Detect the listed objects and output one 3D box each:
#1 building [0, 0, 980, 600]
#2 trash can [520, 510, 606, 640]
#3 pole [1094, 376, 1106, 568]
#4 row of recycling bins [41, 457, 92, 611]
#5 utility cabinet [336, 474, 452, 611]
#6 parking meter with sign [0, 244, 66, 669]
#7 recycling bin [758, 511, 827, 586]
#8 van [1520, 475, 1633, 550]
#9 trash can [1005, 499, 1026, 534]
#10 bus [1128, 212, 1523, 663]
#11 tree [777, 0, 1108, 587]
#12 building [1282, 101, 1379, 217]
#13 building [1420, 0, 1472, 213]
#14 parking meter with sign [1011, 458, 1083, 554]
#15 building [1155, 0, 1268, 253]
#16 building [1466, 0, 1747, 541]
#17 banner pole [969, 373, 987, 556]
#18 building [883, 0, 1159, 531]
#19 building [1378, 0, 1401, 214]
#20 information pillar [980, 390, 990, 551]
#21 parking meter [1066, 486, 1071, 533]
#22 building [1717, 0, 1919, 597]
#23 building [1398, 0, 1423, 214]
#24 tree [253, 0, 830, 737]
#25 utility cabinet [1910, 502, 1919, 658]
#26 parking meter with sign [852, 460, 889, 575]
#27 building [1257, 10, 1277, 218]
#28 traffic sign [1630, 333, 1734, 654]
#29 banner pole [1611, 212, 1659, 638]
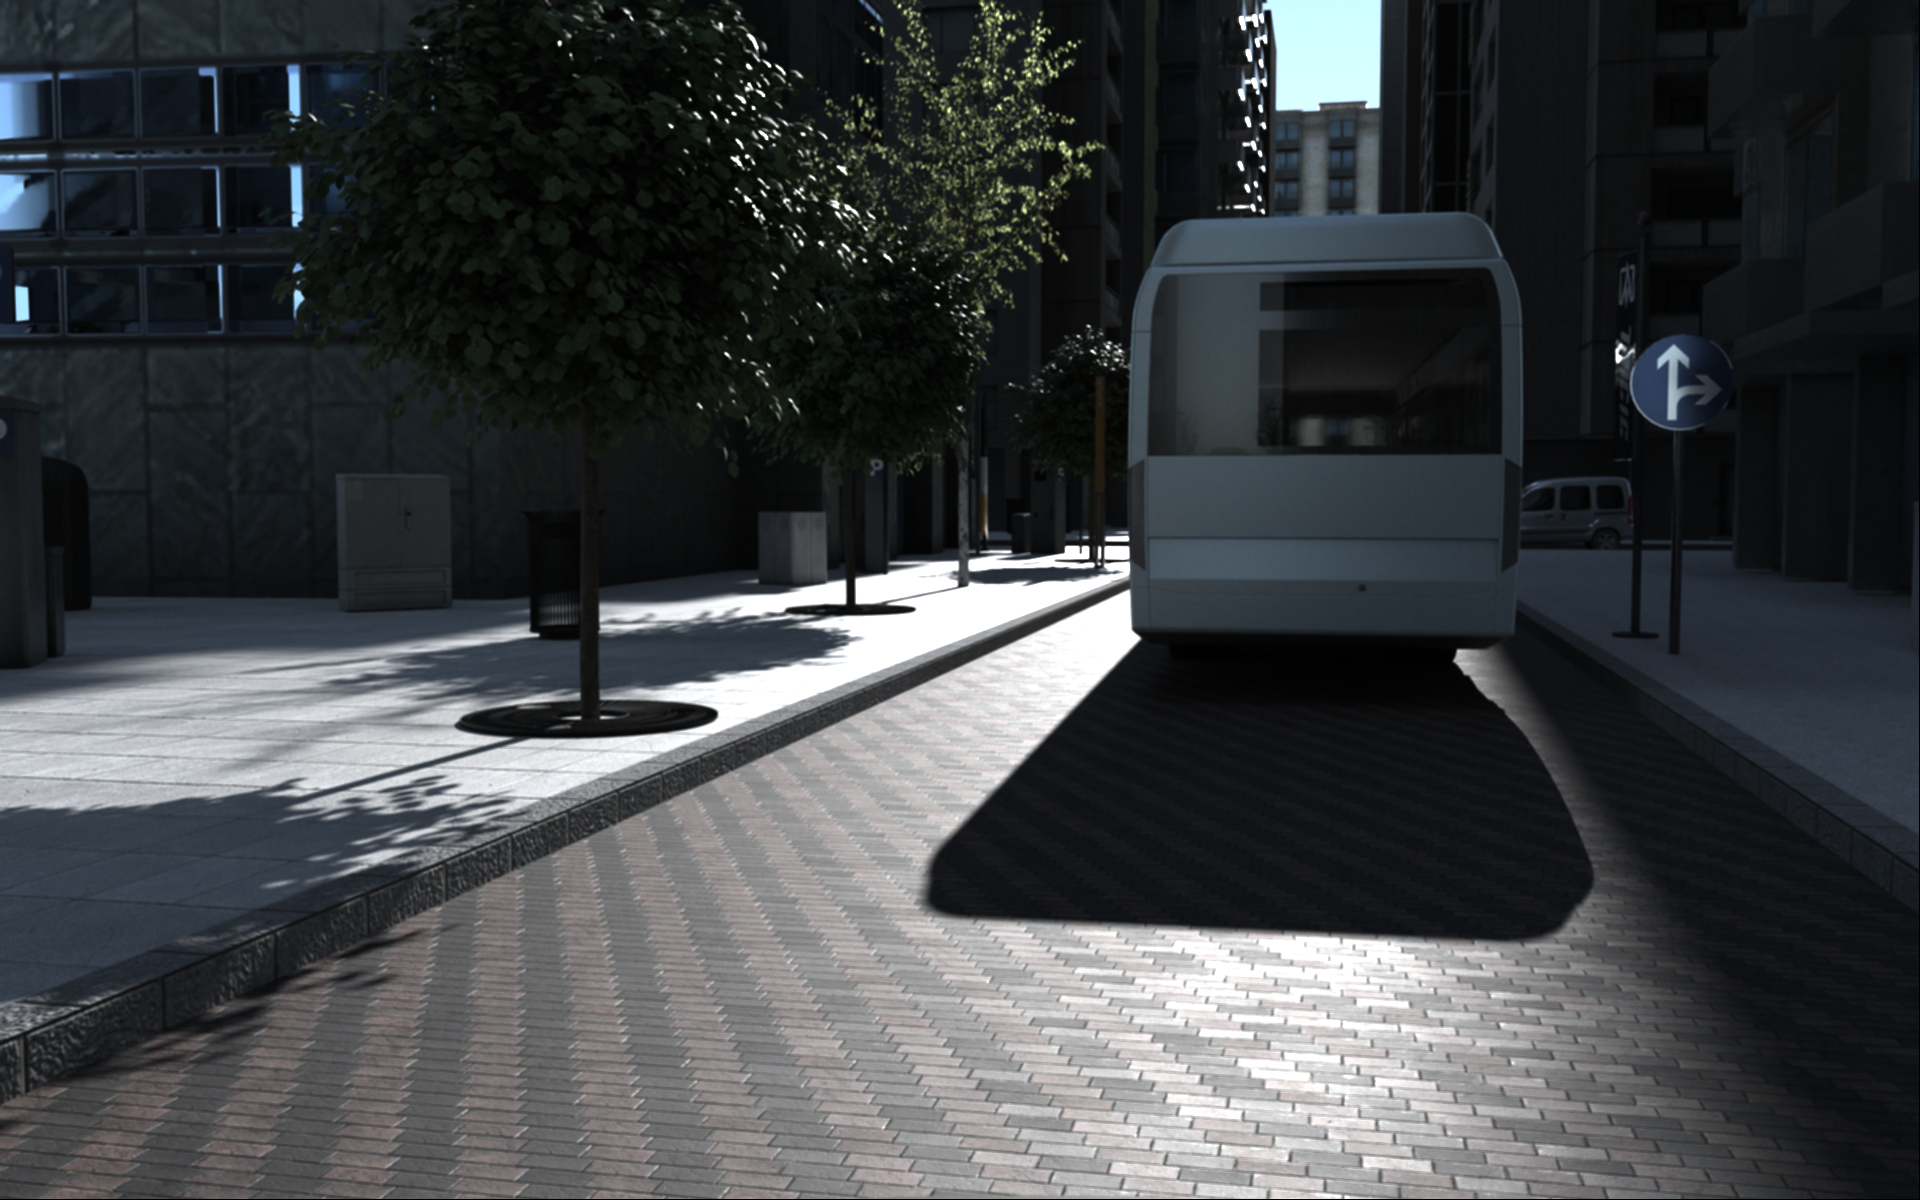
[{"bbox_3d":[-17.042,-43.955,31.332,31.000,86.520,22.319,1,4,12],"label":"building"},{"bbox_3d":[-3.526,-0.231,15.429,0.748,1.137,0.748,0,3,0],"label":"trash can"},{"bbox_3d":[2.432,-2.215,30.055,0.158,3.312,0.155,0,3,0],"label":"pole"},{"bbox_3d":[-10.577,-0.660,17.907,1.069,1.692,3.534,1,4,22],"label":"row of recycling bins"},{"bbox_3d":[-6.242,-0.640,19.146,1.173,1.500,0.318,-3,5,-40],"label":"utility cabinet"},{"bbox_3d":[-7.116,-1.019,12.914,0.543,3.016,1.738,-1,4,-16],"label":"parking meter with sign"},{"bbox_3d":[-2.392,-0.745,24.735,0.722,1.027,0.722,3,4,38],"label":"recycling bin"},{"bbox_3d":[14.036,-2.120,41.678,4.112,2.044,2.013,1,4,13],"label":"van"},{"bbox_3d":[1.781,-2.684,55.533,0.748,1.137,0.748,0,3,0],"label":"trash can"},{"bbox_3d":[3.599,-1.414,17.983,2.948,3.499,13.247,1,4,10],"label":"bus"},{"bbox_3d":[-0.190,-4.491,23.787,4.360,8.622,3.978,0,3,0],"label":"tree"},{"bbox_3d":[46.927,-36.366,214.198,30.456,49.044,23.786,1,4,12],"label":"building"},{"bbox_3d":[37.298,-40.881,106.655,20.563,71.187,20.611,1,4,12],"label":"building"},{"bbox_3d":[1.901,-2.510,37.301,1.738,3.016,0.543,2,4,35],"label":"parking meter with sign"},{"bbox_3d":[12.857,-31.750,138.726,23.786,49.044,30.456,1,4,12],"label":"building"},{"bbox_3d":[22.993,-22.513,51.683,14.086,41.232,14.154,1,4,12],"label":"building"},{"bbox_3d":[0.306,-2.796,35.729,0.401,3.779,0.863,1,4,16],"label":"banner pole"},{"bbox_3d":[-0.287,-23.306,64.652,14.154,41.232,14.086,1,4,12],"label":"building"},{"bbox_3d":[53.384,-38.813,176.583,21.231,58.520,28.212,1,4,12],"label":"building"},{"bbox_3d":[0.549,-2.909,38.915,0.183,3.616,0.504,1,4,10],"label":"information pillar"},{"bbox_3d":[3.456,-2.950,56.638,0.372,1.533,0.369,0,3,0],"label":"parking meter"},{"bbox_3d":[21.355,-24.313,17.125,23.786,49.044,30.456,1,4,12],"label":"building"},{"bbox_3d":[39.858,-29.263,128.568,14.600,45.320,14.200,1,4,12],"label":"building"},{"bbox_3d":[-2.027,-1.587,9.653,4.285,4.588,4.351,0,3,0],"label":"tree"},{"bbox_3d":[7.864,-0.169,13.929,0.306,1.237,1.020,2,4,25],"label":"utility cabinet"},{"bbox_3d":[-1.424,-1.960,28.313,0.543,3.016,1.738,-1,4,-17],"label":"parking meter with sign"},{"bbox_3d":[21.801,-31.195,160.140,14.600,45.320,14.200,1,4,12],"label":"building"},{"bbox_3d":[5.735,-0.839,13.830,0.768,2.556,0.104,1,4,18],"label":"traffic sign"},{"bbox_3d":[6.075,-1.570,15.695,0.401,3.779,0.863,0,4,0],"label":"banner pole"}]
